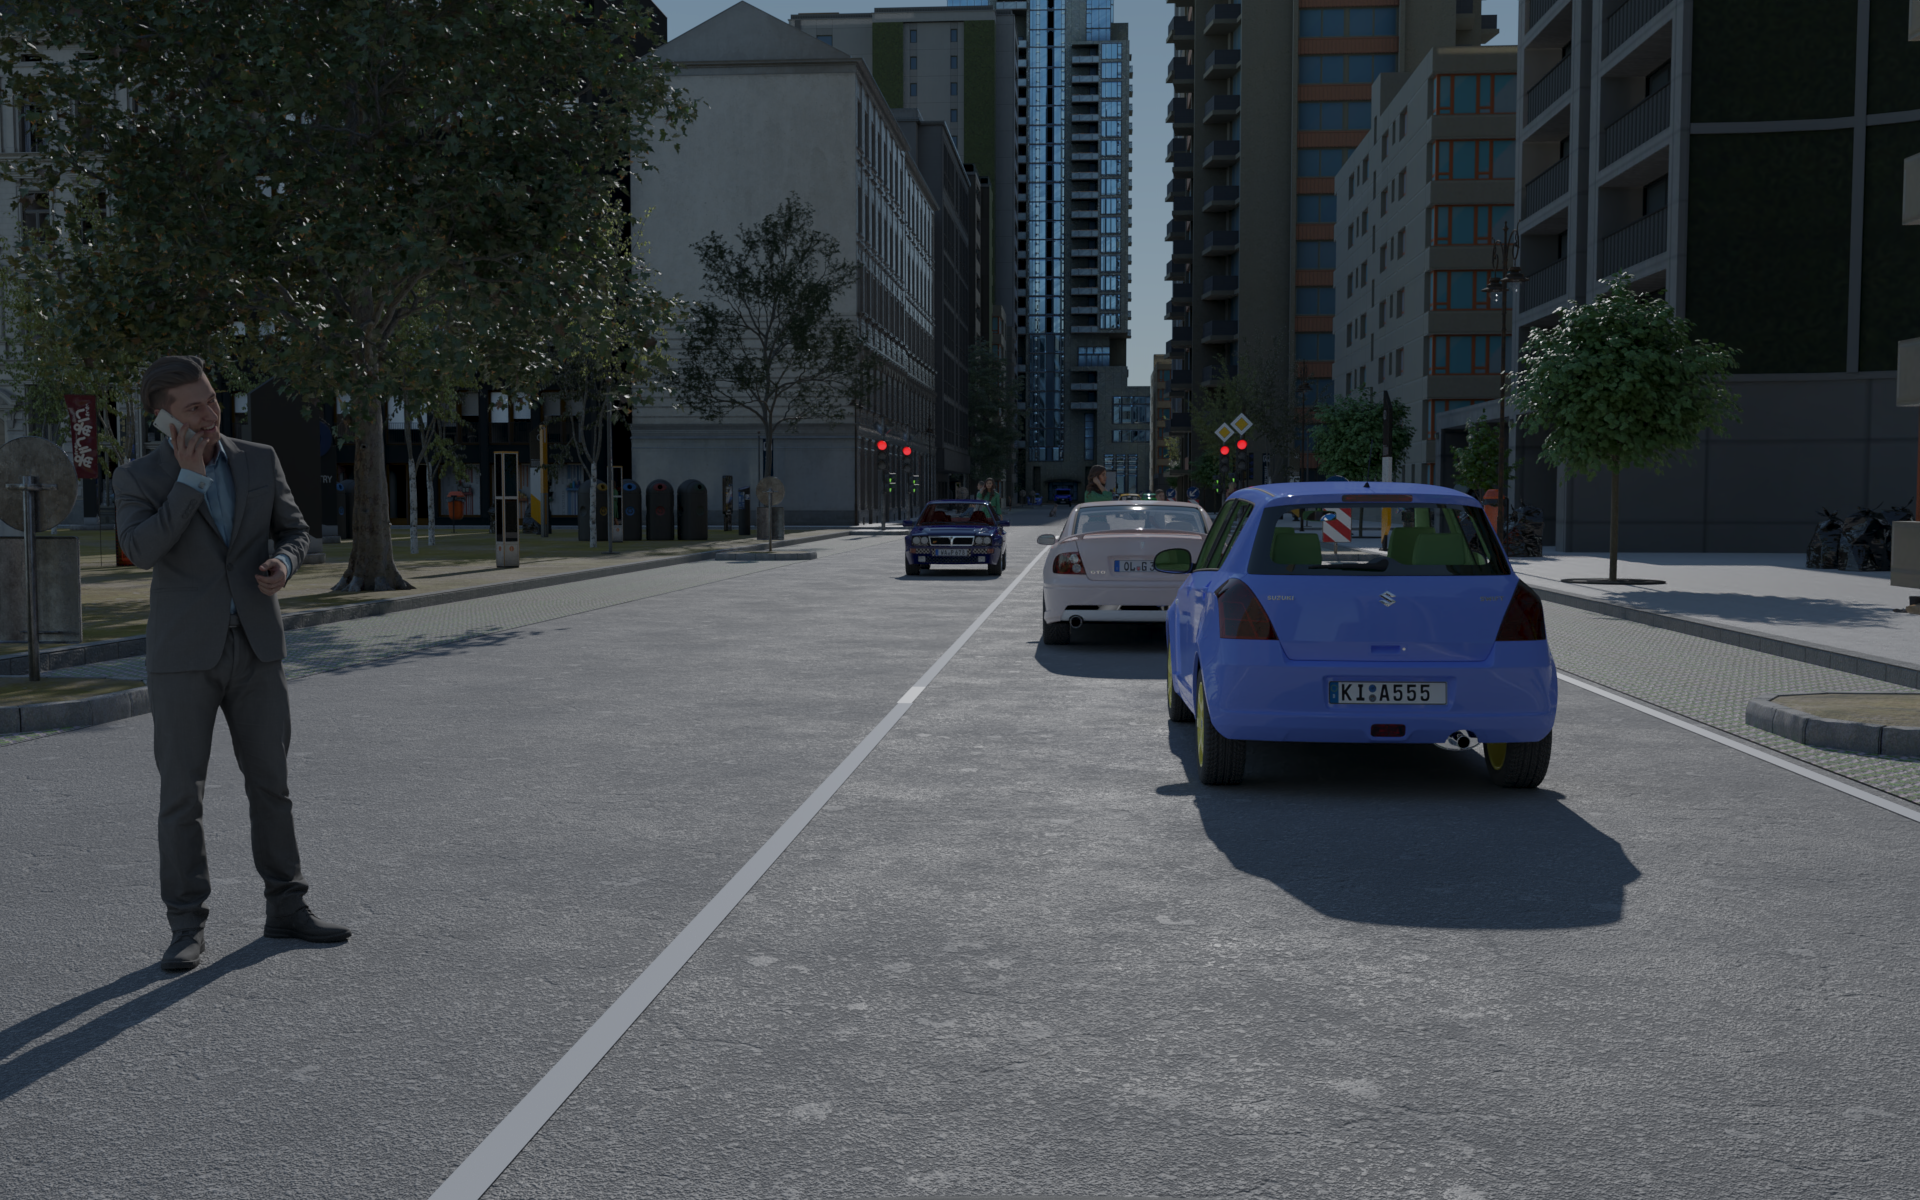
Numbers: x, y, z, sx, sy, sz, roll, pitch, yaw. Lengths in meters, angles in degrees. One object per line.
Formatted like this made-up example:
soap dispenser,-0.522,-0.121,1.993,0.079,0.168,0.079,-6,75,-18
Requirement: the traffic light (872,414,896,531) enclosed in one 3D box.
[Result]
traffic light,-2.679,-4.398,60.827,0.839,4.253,0.868,0,4,4

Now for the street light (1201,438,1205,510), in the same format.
street light,15.892,-8.543,112.473,0.468,5.910,1.993,0,4,4

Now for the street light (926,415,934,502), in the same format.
street light,-1.733,-7.759,99.644,0.468,5.910,1.993,0,4,4

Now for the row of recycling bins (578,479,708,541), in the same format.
row of recycling bins,-8.751,-2.488,47.797,3.534,1.692,1.069,-1,4,-20

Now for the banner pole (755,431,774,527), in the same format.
banner pole,-7.735,-4.802,68.530,0.863,3.779,0.401,-2,4,-31

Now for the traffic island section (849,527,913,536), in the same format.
traffic island section,-2.718,-2.366,60.965,2.009,0.180,2.903,0,4,4

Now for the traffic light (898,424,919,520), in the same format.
traffic light,-2.052,-4.885,68.788,0.839,4.253,0.868,0,4,4

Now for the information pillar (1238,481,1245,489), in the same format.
information pillar,16.231,-5.826,99.750,0.304,2.012,0.304,2,4,25

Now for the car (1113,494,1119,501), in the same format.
car,12.210,-7.790,139.366,2.014,1.417,4.499,0,4,6

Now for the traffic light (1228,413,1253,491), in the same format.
traffic light,9.695,-4.339,59.871,0.839,4.253,0.868,0,4,4

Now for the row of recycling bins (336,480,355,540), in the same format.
row of recycling bins,-17.621,-2.576,49.232,1.069,1.692,3.534,1,4,16

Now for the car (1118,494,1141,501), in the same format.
car,10.518,-5.950,107.505,2.015,1.641,3.980,0,4,4

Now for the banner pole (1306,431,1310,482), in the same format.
banner pole,13.685,-4.782,68.195,0.401,3.779,0.863,1,4,12

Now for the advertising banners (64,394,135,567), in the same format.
advertising banners,-14.751,-2.117,30.794,2.074,3.025,0.090,-3,4,-38

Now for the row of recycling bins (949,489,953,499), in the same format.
row of recycling bins,-2.319,-7.677,132.623,3.534,1.692,1.069,0,4,-3

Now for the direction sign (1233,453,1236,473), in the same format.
direction sign,15.549,-6.385,96.392,0.876,3.537,0.379,3,5,41

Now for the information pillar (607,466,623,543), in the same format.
information pillar,-9.106,-2.523,45.747,0.304,2.012,0.304,-2,4,-35

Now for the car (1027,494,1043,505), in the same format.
car,9.022,-12.179,208.720,1.945,1.707,3.694,0,4,4

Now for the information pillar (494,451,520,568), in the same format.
information pillar,-7.863,-1.564,30.058,0.304,2.012,0.304,-3,5,-43

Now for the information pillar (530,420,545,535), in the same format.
information pillar,-13.285,-3.869,54.611,0.504,3.616,0.183,0,4,-6

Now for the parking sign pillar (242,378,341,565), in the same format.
parking sign pillar,-12.483,-2.654,31.872,1.447,3.967,1.447,3,5,44

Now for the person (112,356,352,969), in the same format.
person,-2.237,0.181,5.342,0.655,1.846,0.447,-3,5,-44

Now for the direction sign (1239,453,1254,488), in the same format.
direction sign,15.657,-6.257,94.303,0.876,3.537,0.379,-3,4,-37

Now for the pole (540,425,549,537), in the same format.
pole,-12.299,-3.509,51.210,0.158,3.312,0.155,0,3,0

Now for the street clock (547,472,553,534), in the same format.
street clock,-13.225,-3.123,55.631,0.358,2.002,0.471,-1,4,-17

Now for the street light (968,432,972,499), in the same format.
street light,0.707,-9.579,129.401,0.468,5.910,1.993,0,4,4

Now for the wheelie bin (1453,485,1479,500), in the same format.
wheelie bin,12.903,-2.230,44.362,0.693,1.594,0.980,-1,4,-22

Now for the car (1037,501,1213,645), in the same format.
car,1.810,-0.332,17.792,2.083,1.381,4.827,0,4,4

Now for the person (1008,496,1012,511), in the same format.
person,4.124,-8.018,144.257,0.373,1.253,0.362,-1,4,-9

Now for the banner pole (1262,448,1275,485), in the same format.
banner pole,16.650,-6.310,93.182,0.863,3.779,0.401,0,4,-1

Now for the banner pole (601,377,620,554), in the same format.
banner pole,-7.525,-2.891,37.287,0.401,3.779,0.863,0,4,-6

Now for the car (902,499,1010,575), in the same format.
car,-0.041,-1.174,31.777,1.945,1.354,3.894,0,4,3

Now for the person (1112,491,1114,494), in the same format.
person,15.942,-10.604,181.500,1.348,1.869,0.705,0,3,0

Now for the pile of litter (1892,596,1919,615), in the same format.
pile of litter,10.926,-0.270,18.378,1.719,0.858,1.176,3,5,42

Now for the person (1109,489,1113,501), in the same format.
person,11.011,-7.229,126.966,0.793,1.790,0.793,-3,5,-43

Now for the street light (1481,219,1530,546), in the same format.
street light,9.234,-3.467,29.477,0.468,5.910,1.993,0,4,4

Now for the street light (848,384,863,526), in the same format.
street light,-4.191,-5.923,69.628,0.468,5.910,1.993,0,4,4

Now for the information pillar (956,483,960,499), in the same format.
information pillar,-0.135,-6.585,112.159,0.304,2.012,0.304,0,4,-2

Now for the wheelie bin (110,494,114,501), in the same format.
wheelie bin,-19.945,-2.069,41.738,0.980,1.594,0.693,-1,4,-15

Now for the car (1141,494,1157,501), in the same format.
car,17.152,-9.057,156.876,1.959,1.807,4.718,0,4,3

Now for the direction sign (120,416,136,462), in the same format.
direction sign,-24.113,-3.563,50.250,0.876,3.537,0.379,3,5,39

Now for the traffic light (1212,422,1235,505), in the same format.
traffic light,10.323,-4.826,67.832,0.839,4.253,0.868,0,4,4

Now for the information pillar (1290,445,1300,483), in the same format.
information pillar,15.773,-5.517,81.549,0.504,3.616,0.183,1,4,22

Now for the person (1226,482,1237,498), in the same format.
person,8.971,-2.975,57.114,0.573,1.828,0.580,-1,4,-20

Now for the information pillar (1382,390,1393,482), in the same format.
information pillar,9.592,-2.909,38.914,0.183,3.616,0.504,0,4,-2

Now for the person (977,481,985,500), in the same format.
person,0.691,-2.612,51.298,0.391,1.810,0.635,2,4,33

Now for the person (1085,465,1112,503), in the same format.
person,1.725,-0.807,21.942,0.529,1.795,0.600,1,4,15

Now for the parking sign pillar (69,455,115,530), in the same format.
parking sign pillar,-30.954,-4.476,61.651,1.447,3.967,1.447,-1,4,-22

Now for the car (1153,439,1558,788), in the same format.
car,2.083,-0.011,9.776,1.945,1.707,3.694,0,4,3

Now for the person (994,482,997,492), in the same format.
person,0.728,-2.314,46.604,0.573,1.790,0.520,-1,4,-14

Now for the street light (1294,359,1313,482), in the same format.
street light,11.729,-5.287,59.229,0.468,5.910,1.993,0,4,4

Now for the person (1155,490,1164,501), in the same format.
person,3.509,-1.187,30.506,0.523,1.515,0.503,0,4,0

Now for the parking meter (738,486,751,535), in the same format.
parking meter,-6.728,-2.790,54.032,0.372,1.533,0.369,0,3,0

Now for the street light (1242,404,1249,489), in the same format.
street light,13.475,-6.694,82.228,0.468,5.910,1.993,0,4,4

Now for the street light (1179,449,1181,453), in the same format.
street light,18.173,-10.364,142.242,0.468,5.910,1.993,0,4,4
